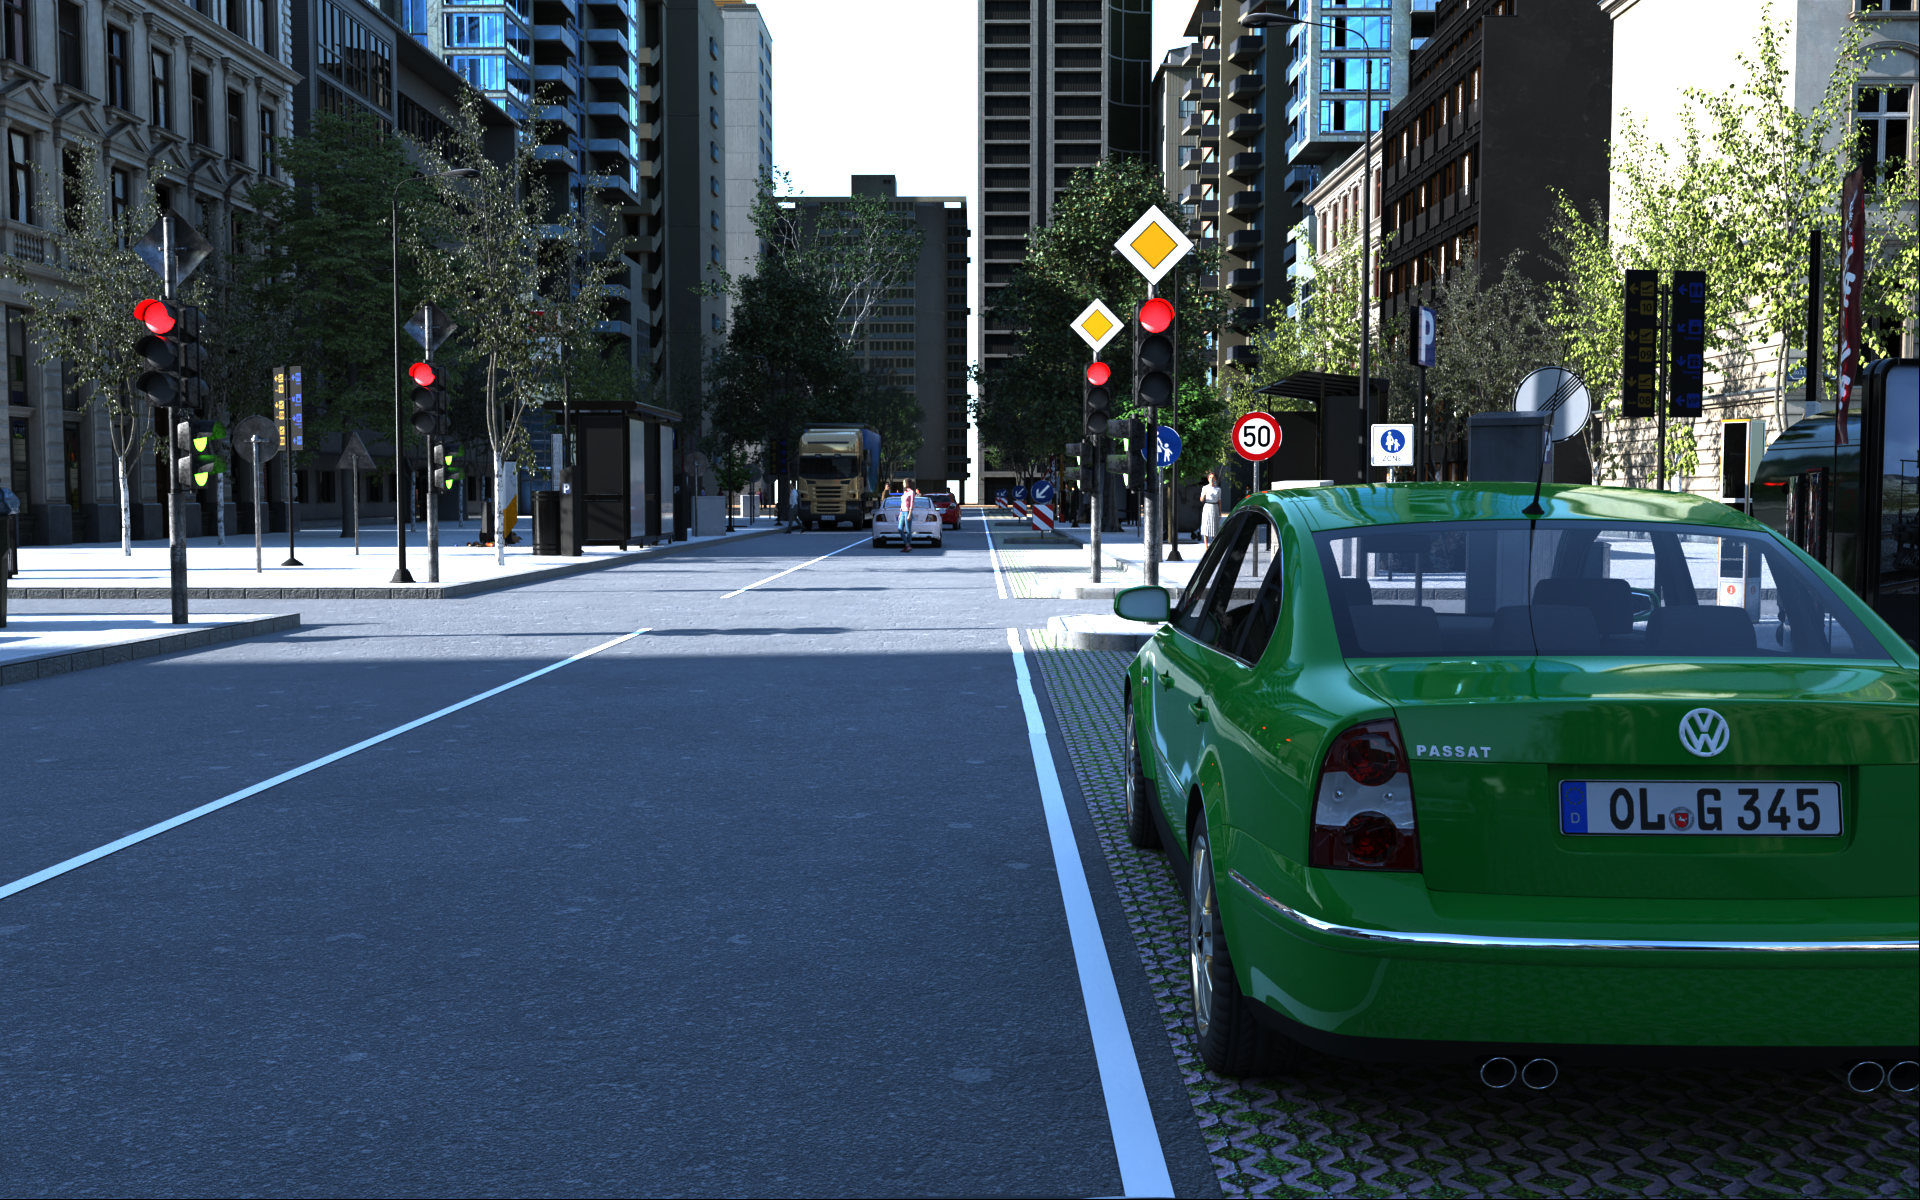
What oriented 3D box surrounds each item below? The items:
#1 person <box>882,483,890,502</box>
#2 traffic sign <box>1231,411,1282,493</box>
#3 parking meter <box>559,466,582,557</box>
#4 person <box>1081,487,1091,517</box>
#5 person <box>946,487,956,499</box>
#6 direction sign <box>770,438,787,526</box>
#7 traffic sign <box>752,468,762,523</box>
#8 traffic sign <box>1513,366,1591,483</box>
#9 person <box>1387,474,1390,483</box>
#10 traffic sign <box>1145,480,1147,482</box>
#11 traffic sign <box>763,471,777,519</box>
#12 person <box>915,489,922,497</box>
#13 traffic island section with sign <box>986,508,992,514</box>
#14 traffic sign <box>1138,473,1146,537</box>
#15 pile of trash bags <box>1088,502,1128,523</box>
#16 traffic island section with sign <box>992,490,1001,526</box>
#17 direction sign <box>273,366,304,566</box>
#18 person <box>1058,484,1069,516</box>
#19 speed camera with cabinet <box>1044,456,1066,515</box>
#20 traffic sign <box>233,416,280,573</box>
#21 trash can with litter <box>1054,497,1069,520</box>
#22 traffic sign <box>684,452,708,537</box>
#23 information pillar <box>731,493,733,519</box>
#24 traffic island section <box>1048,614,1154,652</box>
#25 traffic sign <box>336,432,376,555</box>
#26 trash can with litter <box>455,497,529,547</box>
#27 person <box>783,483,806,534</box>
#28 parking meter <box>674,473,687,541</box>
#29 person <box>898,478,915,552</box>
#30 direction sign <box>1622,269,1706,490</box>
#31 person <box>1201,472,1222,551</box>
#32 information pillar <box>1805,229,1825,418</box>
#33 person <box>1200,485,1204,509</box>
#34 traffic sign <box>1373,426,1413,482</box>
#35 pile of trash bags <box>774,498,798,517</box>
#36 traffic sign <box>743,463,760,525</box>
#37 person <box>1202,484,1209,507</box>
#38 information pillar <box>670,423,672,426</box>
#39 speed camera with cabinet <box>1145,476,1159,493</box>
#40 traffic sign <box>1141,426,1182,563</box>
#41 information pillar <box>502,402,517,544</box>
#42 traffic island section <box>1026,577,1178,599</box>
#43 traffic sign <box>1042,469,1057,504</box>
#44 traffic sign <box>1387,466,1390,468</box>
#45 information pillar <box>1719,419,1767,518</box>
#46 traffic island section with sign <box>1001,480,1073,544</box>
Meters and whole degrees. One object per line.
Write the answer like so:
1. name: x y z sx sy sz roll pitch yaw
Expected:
1. person: -2.775 -3.405 64.076 0.836 1.842 0.656 -2 4 -30
2. traffic sign: 4.570 -1.628 26.724 0.768 2.556 0.104 1 4 10
3. parking meter: -8.015 -1.831 35.645 0.399 1.863 0.255 2 4 30
4. person: 6.005 -4.629 81.914 0.728 1.800 0.709 0 4 4
5. person: -0.498 -4.790 87.156 0.623 1.781 0.721 1 4 11
6. direction sign: -7.379 -4.794 70.372 0.876 3.537 0.379 3 4 36
7. traffic sign: -9.191 -4.704 77.023 0.768 2.556 0.104 0 4 3
8. traffic sign: 5.900 -1.055 17.354 0.768 2.556 0.104 0 4 3
9. person: 10.483 -2.185 42.117 0.624 1.780 0.694 0 4 -3
10. traffic sign: 7.828 -4.382 71.752 0.768 2.556 0.104 1 4 10
11. traffic sign: -9.804 -5.454 89.275 0.768 2.556 0.104 0 4 5
12. person: -2.580 -5.645 101.323 0.750 1.759 0.617 -1 4 -20
13. traffic island section with sign: 3.062 -7.241 127.018 1.989 1.847 2.006 0 4 1
14. traffic sign: 5.302 -3.138 51.303 0.884 2.594 0.081 0 4 3
15. pile of trash bags: 6.853 -4.239 79.059 1.912 1.369 3.447 0 4 -6
16. traffic island section with sign: 2.544 -4.209 77.450 1.989 1.847 2.006 0 4 1
17. direction sign: -11.975 -2.383 30.952 0.876 3.537 0.379 3 4 37
18. person: 5.909 -5.619 97.832 0.836 1.842 0.656 1 4 21
19. speed camera with cabinet: 4.876 -5.867 90.264 0.660 3.252 2.038 2 4 27
20. traffic sign: -11.434 -1.717 28.175 0.768 2.556 0.104 0 4 1
21. trash can with litter: 4.925 -4.466 84.406 1.055 1.170 0.624 0 4 1
22. traffic sign: -7.922 -3.171 51.954 0.768 2.556 0.104 1 4 10
23. information pillar: -11.919 -6.029 89.926 0.183 3.616 0.504 -1 4 -18
24. traffic island section: 1.901 0.320 17.049 2.009 0.180 2.903 0 4 1
25. traffic sign: -12.657 -2.219 36.288 0.884 2.594 0.081 0 4 8
26. trash can with litter: -11.538 -1.922 42.484 1.678 1.210 2.233 -1 4 -21
27. person: -6.019 -3.326 62.978 0.850 1.850 0.679 0 4 -5
28. parking meter: -7.662 -2.537 47.188 0.399 1.863 0.255 1 4 21
29. person: -1.328 -2.087 42.639 0.388 1.821 0.555 -3 5 -42
30. direction sign: 7.132 -1.567 17.613 0.876 3.537 0.379 -1 4 -10
31. person: 5.472 -1.898 37.649 0.480 1.755 0.524 -1 4 -10
32. information pillar: 7.691 -1.485 15.631 0.183 3.616 0.504 2 4 31
33. person: 12.997 -5.335 93.629 0.624 1.780 0.694 -2 4 -34
34. traffic sign: 6.355 -1.430 25.518 0.606 2.300 0.079 0 4 4
35. pile of trash bags: -8.787 -5.405 98.123 3.447 1.369 1.912 -1 4 -13
36. traffic sign: -8.630 -4.363 71.433 0.768 2.556 0.104 0 4 5
37. person: 12.604 -5.020 88.242 0.709 1.813 0.853 0 4 2
38. information pillar: -9.533 -4.029 57.222 0.183 3.616 0.504 0 4 -2
39. speed camera with cabinet: 8.722 -4.883 74.175 0.660 3.252 2.038 -2 4 -29
40. traffic sign: 3.752 -1.971 32.338 0.768 2.556 0.104 1 4 10
41. information pillar: -11.535 -3.240 44.322 0.183 3.616 0.504 1 4 22
42. traffic island section: 1.984 -0.168 25.034 2.009 0.180 2.903 0 4 1
43. traffic sign: 4.513 -5.430 88.777 0.884 2.594 0.081 0 4 1
44. traffic sign: 8.978 -2.266 37.149 0.768 2.556 0.104 1 4 10
45. information pillar: 7.732 -0.774 17.147 0.304 2.012 0.304 -3 4 -36
46. traffic island section with sign: 2.259 -2.540 50.156 1.989 1.847 2.006 0 4 1
